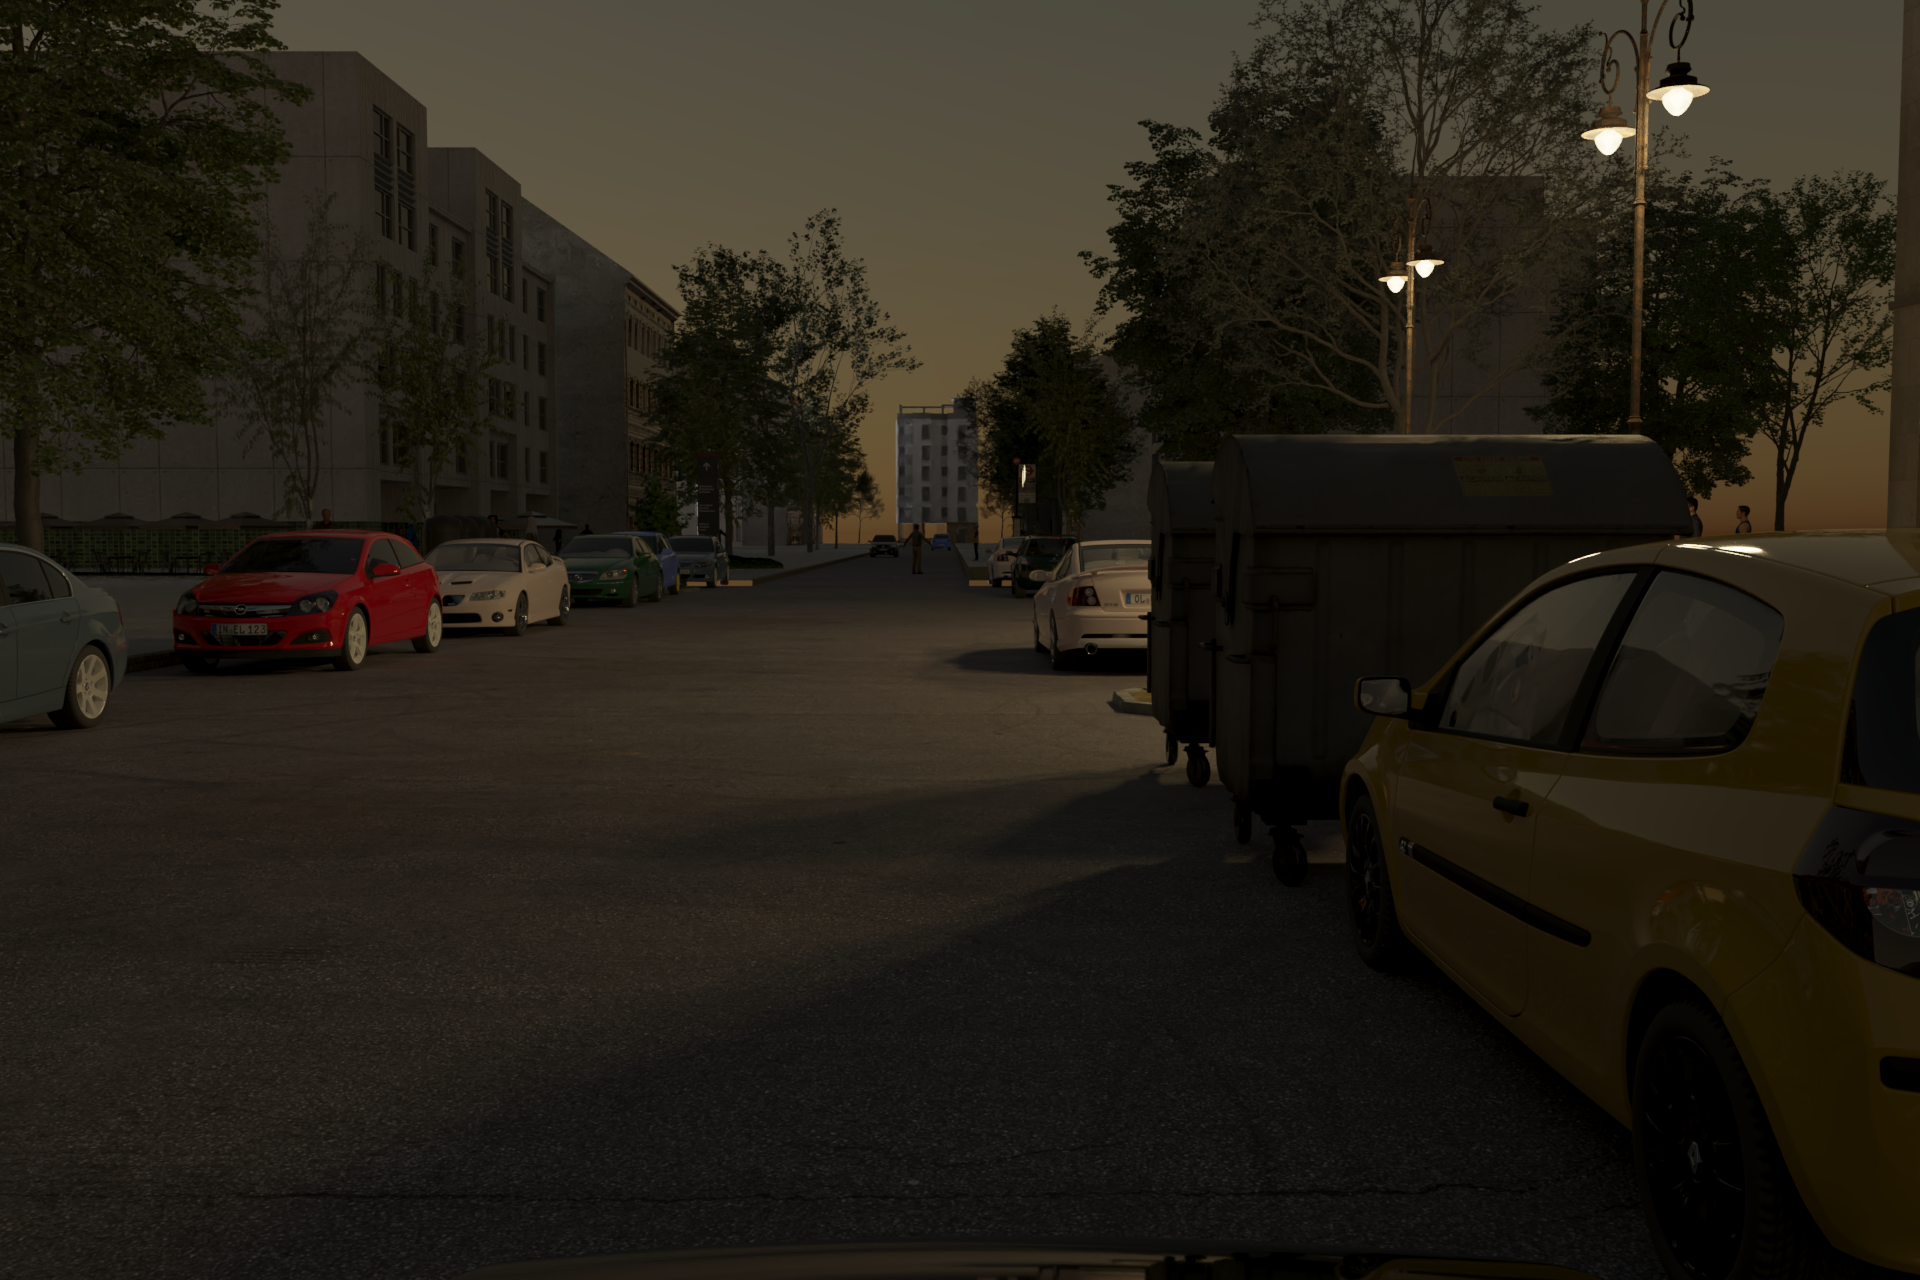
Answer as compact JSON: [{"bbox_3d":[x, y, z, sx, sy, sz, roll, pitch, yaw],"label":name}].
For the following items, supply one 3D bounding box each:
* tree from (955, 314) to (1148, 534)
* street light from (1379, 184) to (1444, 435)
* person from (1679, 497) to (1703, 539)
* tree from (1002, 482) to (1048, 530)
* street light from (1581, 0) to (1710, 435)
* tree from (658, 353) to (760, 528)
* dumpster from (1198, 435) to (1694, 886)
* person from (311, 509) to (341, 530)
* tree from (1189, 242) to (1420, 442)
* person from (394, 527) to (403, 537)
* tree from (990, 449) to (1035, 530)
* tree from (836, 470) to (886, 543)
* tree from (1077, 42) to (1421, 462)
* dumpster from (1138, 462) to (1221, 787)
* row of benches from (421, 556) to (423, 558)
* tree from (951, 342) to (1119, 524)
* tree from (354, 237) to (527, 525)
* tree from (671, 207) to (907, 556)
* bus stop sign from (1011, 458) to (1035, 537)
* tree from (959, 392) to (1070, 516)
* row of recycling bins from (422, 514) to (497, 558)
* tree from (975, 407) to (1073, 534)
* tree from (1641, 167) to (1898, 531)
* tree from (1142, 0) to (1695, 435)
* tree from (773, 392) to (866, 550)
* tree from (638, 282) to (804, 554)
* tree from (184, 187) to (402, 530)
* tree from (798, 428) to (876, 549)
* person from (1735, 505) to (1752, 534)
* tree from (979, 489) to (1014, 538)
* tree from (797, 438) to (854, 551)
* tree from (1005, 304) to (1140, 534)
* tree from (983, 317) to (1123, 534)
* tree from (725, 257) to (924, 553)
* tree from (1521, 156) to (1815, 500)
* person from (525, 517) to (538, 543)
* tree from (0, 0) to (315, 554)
[{"bbox_3d":[4.261,-8.483,73.104,8.767,10.594,7.601,-2,4,-33],"label":"tree"},{"bbox_3d":[6.051,-3.094,23.379,0.468,5.910,1.993,0,4,-1],"label":"street light"},{"bbox_3d":[10.602,-1.174,25.239,0.704,1.823,1.345,1,4,13],"label":"person"},{"bbox_3d":[4.724,-10.923,128.958,4.360,8.622,3.978,0,3,0],"label":"tree"},{"bbox_3d":[5.735,-2.562,14.677,0.468,5.910,1.993,0,4,-1],"label":"street light"},{"bbox_3d":[-10.275,-7.341,70.382,4.737,8.622,4.395,0,3,0],"label":"tree"},{"bbox_3d":[2.032,0.042,7.529,1.865,1.857,1.264,0,4,-1],"label":"dumpster"},{"bbox_3d":[-13.192,-1.830,36.098,1.348,1.807,0.705,-1,4,-19],"label":"person"},{"bbox_3d":[11.187,-8.113,58.398,9.928,11.665,9.643,0,3,0],"label":"tree"},{"bbox_3d":[-12.131,-1.740,37.660,0.599,1.438,0.989,1,4,13],"label":"person"},{"bbox_3d":[4.356,-11.394,136.656,4.737,8.622,4.395,0,3,0],"label":"tree"},{"bbox_3d":[-13.767,-18.787,241.571,7.601,10.594,8.767,0,4,-4],"label":"tree"},{"bbox_3d":[7.912,-8.561,46.634,9.857,13.997,8.962,0,3,0],"label":"tree"},{"bbox_3d":[2.039,-0.126,10.277,1.865,1.857,1.264,0,4,-1],"label":"dumpster"},{"bbox_3d":[-16.295,-2.248,52.210,4.104,0.672,1.422,-1,4,-16],"label":"row of benches"},{"bbox_3d":[4.673,-11.897,104.890,12.009,13.543,11.850,0,3,0],"label":"tree"},{"bbox_3d":[-13.434,-5.728,44.019,4.737,8.622,4.395,0,3,0],"label":"tree"},{"bbox_3d":[-9.833,-14.940,100.164,12.611,20.169,13.585,0,3,0],"label":"tree"},{"bbox_3d":[2.200,-4.386,60.410,0.855,3.939,0.416,0,4,-1],"label":"bus stop sign"},{"bbox_3d":[4.856,-14.559,148.415,12.009,13.543,11.850,0,3,0],"label":"tree"},{"bbox_3d":[-10.864,-1.883,37.892,1.069,1.692,3.534,0,4,0],"label":"row of recycling bins"},{"bbox_3d":[4.552,-11.418,121.100,7.601,10.594,8.767,-1,4,-14],"label":"tree"},{"bbox_3d":[23.626,-7.555,49.283,9.928,11.665,9.643,0,3,0],"label":"tree"},{"bbox_3d":[8.490,-7.481,32.680,12.009,13.543,11.850,0,3,0],"label":"tree"},{"bbox_3d":[-11.363,-13.496,138.781,7.486,12.596,7.792,0,3,0],"label":"tree"},{"bbox_3d":[-10.986,-9.827,78.801,7.486,12.596,7.792,0,3,0],"label":"tree"},{"bbox_3d":[-13.399,-5.249,36.182,4.360,8.622,3.978,0,3,0],"label":"tree"},{"bbox_3d":[-10.526,-13.239,150.876,8.767,10.594,7.601,3,5,44],"label":"tree"},{"bbox_3d":[14.392,-1.576,31.928,0.704,1.807,1.345,2,4,30],"label":"person"},{"bbox_3d":[6.087,-18.700,240.159,7.601,10.594,8.767,0,4,4],"label":"tree"},{"bbox_3d":[-10.413,-11.030,130.700,4.737,8.622,4.395,0,3,0],"label":"tree"},{"bbox_3d":[3.652,-6.491,56.490,4.737,8.622,4.395,0,3,0],"label":"tree"},{"bbox_3d":[4.630,-10.587,91.222,7.486,12.596,7.792,0,3,0],"label":"tree"},{"bbox_3d":[-9.334,-16.072,118.659,12.611,20.169,13.585,0,3,0],"label":"tree"},{"bbox_3d":[24.283,-9.379,60.007,9.857,13.997,8.962,0,3,0],"label":"tree"},{"bbox_3d":[-11.191,-2.333,44.914,0.721,1.736,1.217,0,4,-2],"label":"person"},{"bbox_3d":[-13.102,-6.492,24.271,7.486,12.596,7.792,0,3,0],"label":"tree"}]
